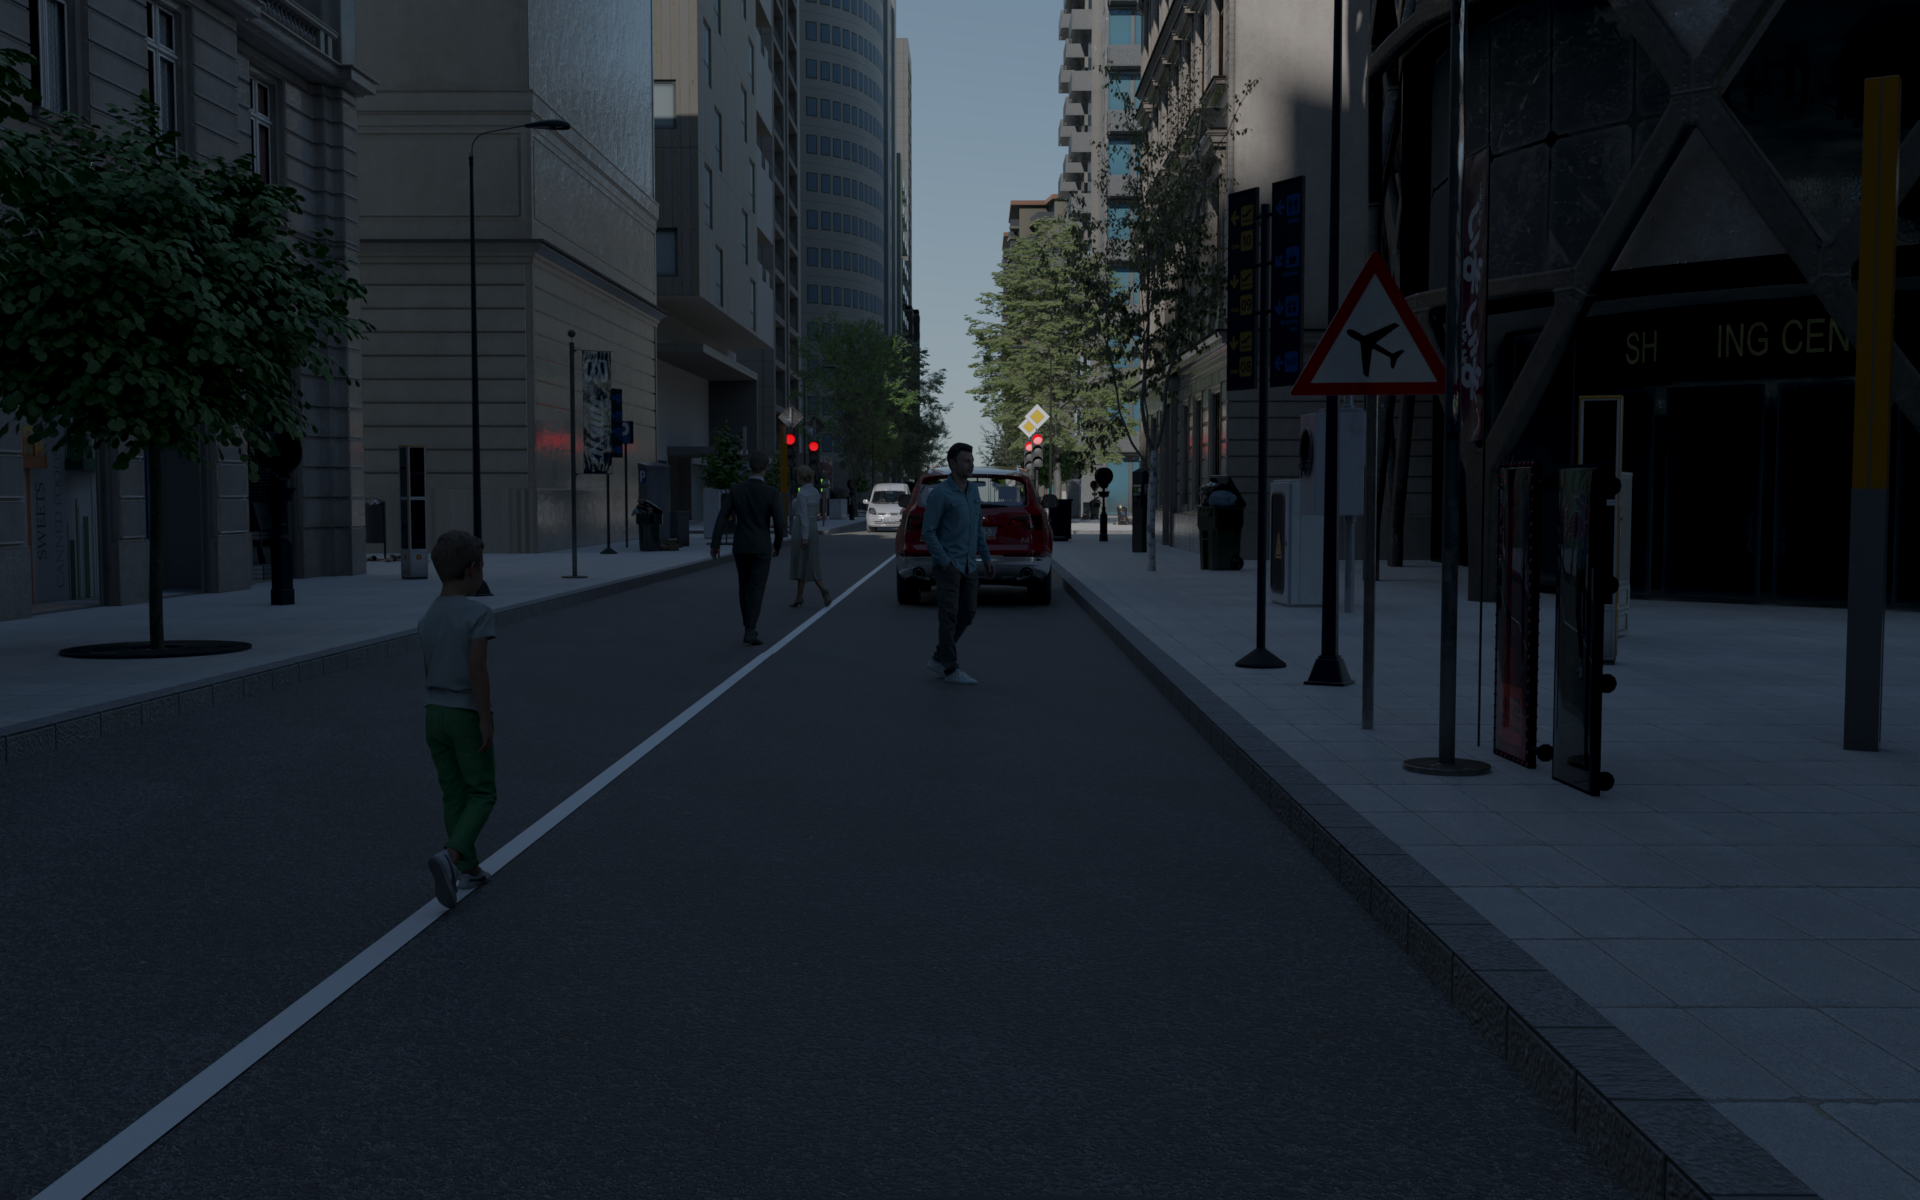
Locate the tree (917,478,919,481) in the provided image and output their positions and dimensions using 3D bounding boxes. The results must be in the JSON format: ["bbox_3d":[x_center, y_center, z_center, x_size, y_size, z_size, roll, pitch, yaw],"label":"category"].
[{"bbox_3d":[-4.019,-16.476,253.098,4.285,4.588,4.351,0,3,0],"label":"tree"}]

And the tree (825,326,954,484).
[{"bbox_3d":[-5.592,-13.695,130.566,9.857,13.997,8.962,0,3,0],"label":"tree"}]

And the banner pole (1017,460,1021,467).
[{"bbox_3d":[3.008,-6.029,88.594,0.401,3.779,0.863,-1,4,-17],"label":"banner pole"}]

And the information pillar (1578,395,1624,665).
[{"bbox_3d":[4.829,-0.526,13.096,0.304,2.012,0.304,1,4,22],"label":"information pillar"}]

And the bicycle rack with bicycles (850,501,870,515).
[{"bbox_3d":[-6.471,-5.815,108.459,2.852,0.926,2.925,1,4,11],"label":"bicycle rack with bicycles"}]

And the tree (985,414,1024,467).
[{"bbox_3d":[4.177,-10.950,129.393,4.360,8.622,3.978,0,3,0],"label":"tree"}]

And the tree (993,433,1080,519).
[{"bbox_3d":[4.169,-5.992,81.677,4.285,4.588,4.351,0,3,0],"label":"tree"}]

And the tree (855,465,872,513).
[{"bbox_3d":[-6.782,-7.508,117.358,1.663,3.219,1.824,0,3,0],"label":"tree"}]

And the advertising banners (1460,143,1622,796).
[{"bbox_3d":[2.661,-0.735,8.199,0.090,3.025,2.074,0,4,-2],"label":"advertising banners"}]

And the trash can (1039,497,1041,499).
[{"bbox_3d":[4.355,-5.350,99.121,0.748,1.137,0.748,0,3,0],"label":"trash can"}]

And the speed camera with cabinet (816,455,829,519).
[{"bbox_3d":[-7.465,-5.783,88.895,0.660,3.252,2.038,-2,4,-34],"label":"speed camera with cabinet"}]

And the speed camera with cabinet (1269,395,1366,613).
[{"bbox_3d":[3.985,-1.536,19.445,0.660,3.252,2.038,0,4,-3],"label":"speed camera with cabinet"}]

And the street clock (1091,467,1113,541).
[{"bbox_3d":[3.891,-2.588,46.892,0.471,2.002,0.358,-1,4,-16],"label":"street clock"}]

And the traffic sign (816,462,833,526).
[{"bbox_3d":[-5.414,-4.191,68.625,0.768,2.556,0.104,0,4,6],"label":"traffic sign"}]

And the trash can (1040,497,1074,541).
[{"bbox_3d":[2.730,-2.166,47.070,0.748,1.137,0.748,0,3,0],"label":"trash can"}]

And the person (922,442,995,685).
[{"bbox_3d":[-0.061,-0.289,13.249,0.620,1.820,0.660,2,4,35],"label":"person"}]

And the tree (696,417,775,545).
[{"bbox_3d":[-5.808,-3.017,43.934,1.663,3.219,1.824,0,3,0],"label":"tree"}]

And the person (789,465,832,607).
[{"bbox_3d":[-1.890,-0.802,21.845,0.641,1.798,0.478,3,4,38],"label":"person"}]

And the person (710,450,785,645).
[{"bbox_3d":[-1.982,-0.511,16.625,0.659,1.850,0.755,1,4,11],"label":"person"}]

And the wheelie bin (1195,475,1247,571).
[{"bbox_3d":[4.392,-1.302,29.203,0.693,1.594,0.980,-1,4,-22],"label":"wheelie bin"}]

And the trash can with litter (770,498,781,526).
[{"bbox_3d":[-7.462,-3.515,68.525,1.678,1.210,2.233,1,4,16],"label":"trash can with litter"}]

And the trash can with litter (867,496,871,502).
[{"bbox_3d":[-6.797,-7.712,137.471,1.055,1.170,0.624,-1,4,-18],"label":"trash can with litter"}]

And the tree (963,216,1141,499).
[{"bbox_3d":[3.617,-9.383,71.533,7.486,12.596,7.792,0,3,0],"label":"tree"}]

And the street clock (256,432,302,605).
[{"bbox_3d":[-7.845,-0.944,20.006,0.358,2.002,0.471,2,4,28],"label":"street clock"}]

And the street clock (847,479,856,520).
[{"bbox_3d":[-5.312,-4.918,84.985,0.358,2.002,0.471,3,4,37],"label":"street clock"}]

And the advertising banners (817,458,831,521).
[{"bbox_3d":[-6.568,-5.327,83.289,0.090,3.025,2.074,1,4,16],"label":"advertising banners"}]

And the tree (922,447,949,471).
[{"bbox_3d":[-4.980,-22.158,296.686,8.767,10.594,7.601,-2,4,-24],"label":"tree"}]

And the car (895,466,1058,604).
[{"bbox_3d":[0.234,-0.943,24.084,2.281,1.827,5.304,0,4,2],"label":"car"}]

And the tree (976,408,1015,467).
[{"bbox_3d":[3.634,-11.758,142.610,4.737,8.622,4.395,0,3,0],"label":"tree"}]

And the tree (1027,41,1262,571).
[{"bbox_3d":[3.180,-4.806,28.940,4.360,8.622,3.978,0,3,0],"label":"tree"}]

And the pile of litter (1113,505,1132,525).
[{"bbox_3d":[6.978,-3.560,72.172,1.176,0.858,1.719,0,4,3],"label":"pile of litter"}]

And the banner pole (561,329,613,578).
[{"bbox_3d":[-5.701,-2.233,26.519,0.863,3.779,0.401,-2,4,-32],"label":"banner pole"}]

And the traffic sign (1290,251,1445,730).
[{"bbox_3d":[2.226,-0.574,9.386,0.884,2.594,0.081,0,4,4],"label":"traffic sign"}]

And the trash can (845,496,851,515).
[{"bbox_3d":[-7.018,-5.737,105.453,0.748,1.137,0.748,0,3,0],"label":"trash can"}]

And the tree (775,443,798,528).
[{"bbox_3d":[-6.891,-4.343,65.605,1.663,3.219,1.824,0,3,0],"label":"tree"}]

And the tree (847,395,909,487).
[{"bbox_3d":[-5.785,-10.518,122.334,4.737,8.622,4.395,0,3,0],"label":"tree"}]

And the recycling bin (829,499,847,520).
[{"bbox_3d":[-6.162,-4.588,87.561,0.722,1.027,0.722,1,4,18],"label":"recycling bin"}]

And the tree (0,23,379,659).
[{"bbox_3d":[-6.499,-1.850,13.960,4.285,4.588,4.351,0,3,0],"label":"tree"}]

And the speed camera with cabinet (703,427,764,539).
[{"bbox_3d":[-6.551,-3.416,50.193,0.660,3.252,2.038,2,4,34],"label":"speed camera with cabinet"}]

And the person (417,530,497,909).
[{"bbox_3d":[-1.779,0.406,6.117,0.306,1.304,0.590,0,4,4],"label":"person"}]

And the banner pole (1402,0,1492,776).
[{"bbox_3d":[2.208,-1.083,7.722,0.401,3.779,0.863,1,4,14],"label":"banner pole"}]

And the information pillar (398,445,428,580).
[{"bbox_3d":[-8.224,-1.319,26.063,0.304,2.012,0.304,-3,5,-43],"label":"information pillar"}]

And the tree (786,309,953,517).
[{"bbox_3d":[-5.910,-10.473,96.985,9.928,11.665,9.643,0,3,0],"label":"tree"}]
